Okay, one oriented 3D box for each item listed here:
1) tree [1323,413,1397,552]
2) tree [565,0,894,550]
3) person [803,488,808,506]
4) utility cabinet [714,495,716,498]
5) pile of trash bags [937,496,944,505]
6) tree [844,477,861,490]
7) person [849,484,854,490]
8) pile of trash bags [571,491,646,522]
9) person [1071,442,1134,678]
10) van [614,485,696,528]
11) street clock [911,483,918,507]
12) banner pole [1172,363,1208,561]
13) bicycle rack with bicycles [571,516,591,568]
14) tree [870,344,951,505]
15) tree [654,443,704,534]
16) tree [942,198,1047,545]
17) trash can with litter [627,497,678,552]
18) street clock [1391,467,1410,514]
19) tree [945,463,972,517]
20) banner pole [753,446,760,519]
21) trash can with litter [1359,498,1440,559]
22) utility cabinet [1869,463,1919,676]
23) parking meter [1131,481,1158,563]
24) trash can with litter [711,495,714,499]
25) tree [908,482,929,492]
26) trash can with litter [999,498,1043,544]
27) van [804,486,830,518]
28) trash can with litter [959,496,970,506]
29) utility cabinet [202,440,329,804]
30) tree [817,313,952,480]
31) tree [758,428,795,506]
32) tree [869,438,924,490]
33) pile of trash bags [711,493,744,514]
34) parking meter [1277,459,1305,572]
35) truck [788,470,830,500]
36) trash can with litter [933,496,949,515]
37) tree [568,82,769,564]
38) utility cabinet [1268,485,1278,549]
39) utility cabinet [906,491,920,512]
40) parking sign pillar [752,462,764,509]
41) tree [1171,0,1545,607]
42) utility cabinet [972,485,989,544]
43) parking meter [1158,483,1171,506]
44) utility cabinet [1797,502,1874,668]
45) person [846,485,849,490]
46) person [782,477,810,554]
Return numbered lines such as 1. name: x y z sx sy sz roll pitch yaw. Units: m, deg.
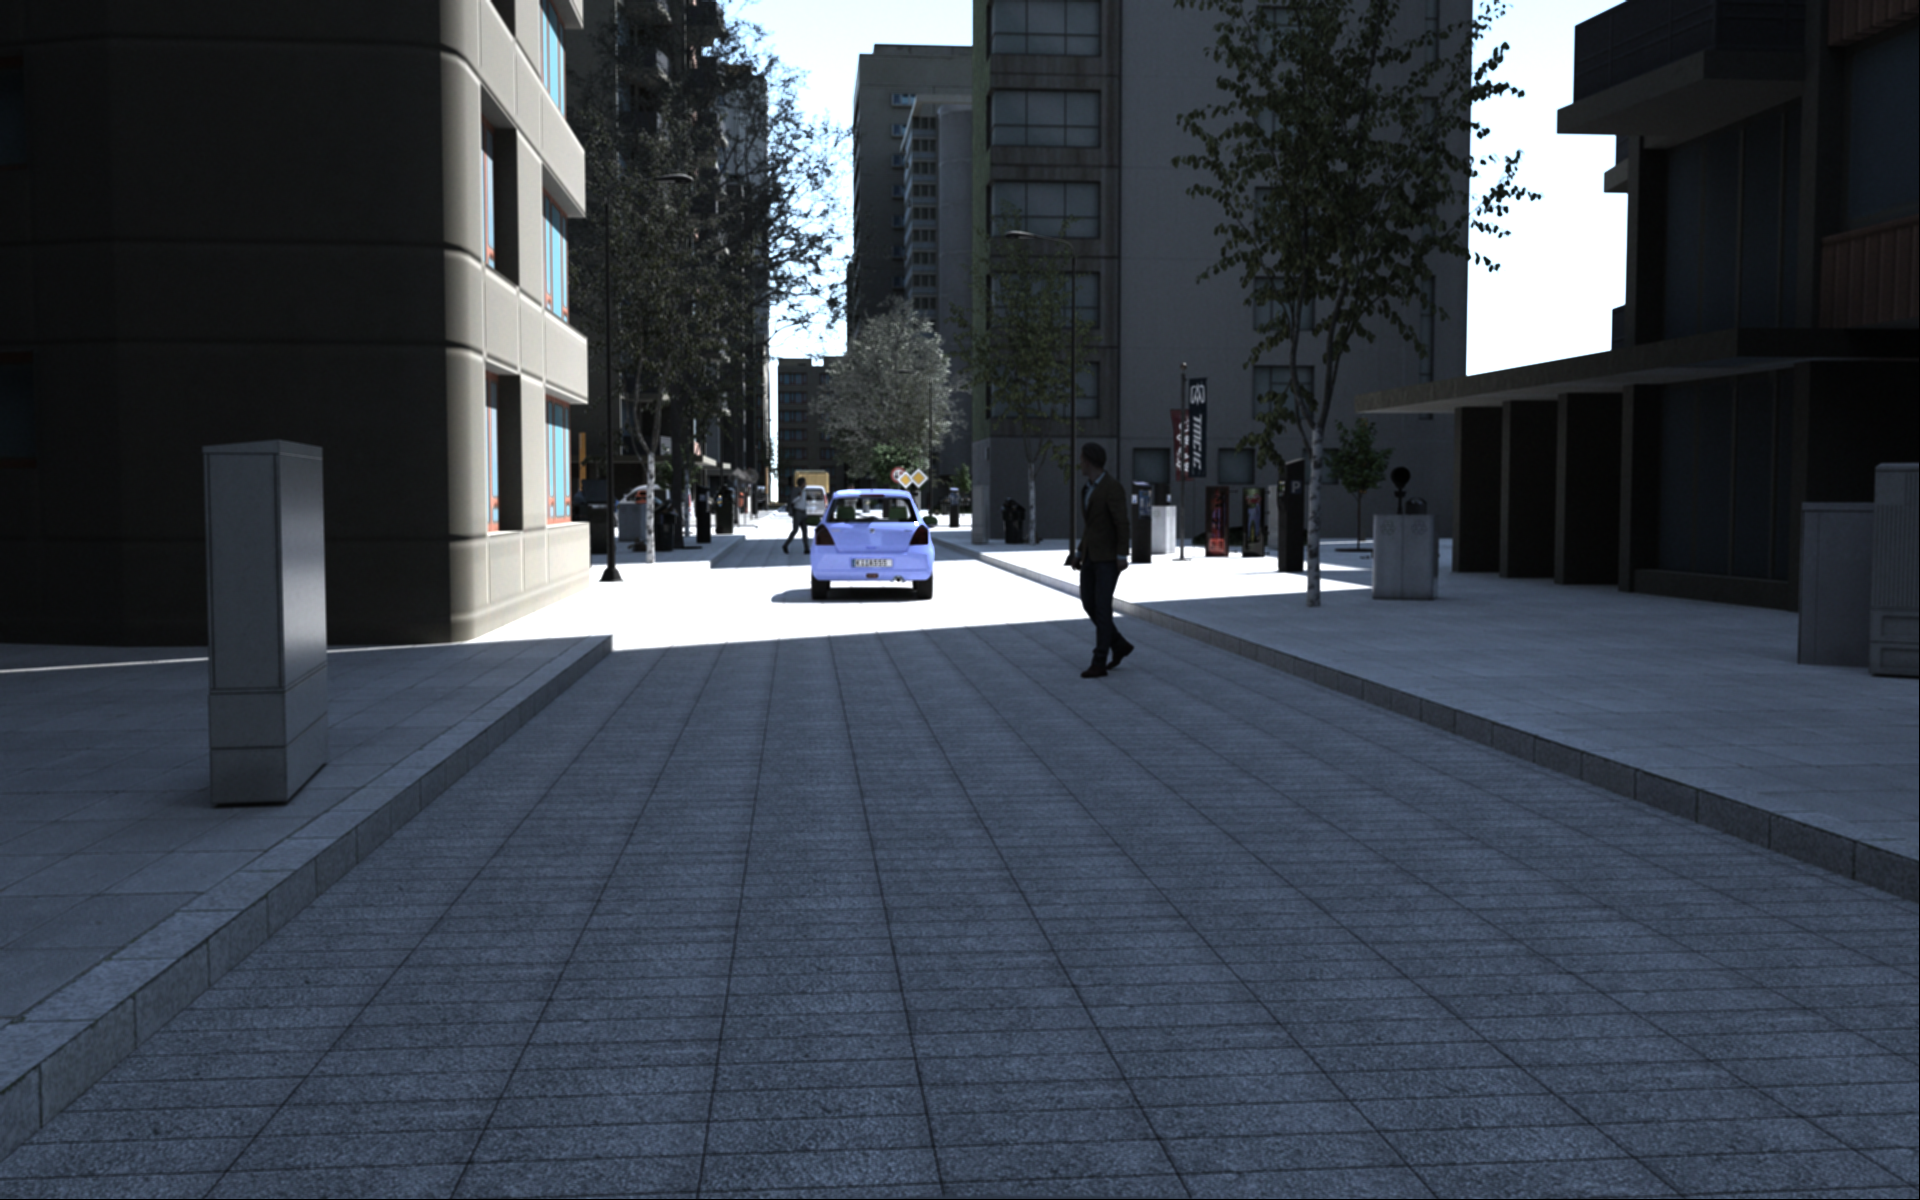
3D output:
1. tree: 8.986 -2.693 38.632 1.663 3.219 1.824 0 3 0
2. tree: -6.579 -7.934 40.091 12.009 13.543 11.850 0 3 0
3. person: -7.420 -4.498 81.411 0.474 1.900 0.648 1 4 10
4. utility cabinet: -20.285 -8.282 146.579 1.020 1.237 0.306 1 4 15
5. pile of trash bags: -0.853 -8.446 147.846 1.912 1.369 3.447 1 4 16
6. tree: -10.625 -10.734 170.094 1.663 3.219 1.824 0 3 0
7. person: -3.945 -3.304 62.695 0.511 1.800 0.466 -2 4 -28
8. pile of trash bags: -11.305 -2.715 54.136 3.447 1.369 1.912 -1 4 -11
9. person: 1.123 -0.331 13.818 0.656 1.842 0.836 2 4 34
10. van: -12.753 -3.841 69.809 4.112 2.044 2.013 0 4 -4
11. street clock: -2.091 -4.646 80.531 0.358 2.002 0.471 -2 4 -23
12. banner pole: 4.413 -2.632 33.050 0.401 3.779 0.863 -3 4 -38
13. bicycle rack with bicycles: -7.319 -0.940 28.759 2.852 0.926 2.925 0 4 -3
14. tree: -2.246 -8.183 84.147 4.360 8.622 3.978 0 3 0
15. tree: -9.200 -3.766 56.182 1.663 3.219 1.824 0 3 0
16. tree: 1.728 -5.662 42.944 4.737 8.622 4.395 0 3 0
17. trash can with litter: -6.861 -1.669 38.679 1.055 1.170 0.624 -2 4 -25
18. street clock: 11.795 -2.560 46.420 0.471 2.002 0.358 0 4 -3
19. tree: 0.243 -6.339 98.242 1.663 3.219 1.824 0 3 0
20. banner pole: -10.715 -6.175 90.973 0.401 3.779 0.863 0 4 -8
21. trash can with litter: 8.868 -1.471 35.114 2.233 1.210 1.678 -2 4 -28
22. utility cabinet: 6.946 -0.198 11.908 1.173 1.500 0.318 2 4 34
23. parking meter: 3.389 -1.463 32.339 0.372 1.533 0.369 0 3 0
24. trash can with litter: -20.701 -8.027 142.633 1.055 1.170 0.624 1 4 19
25. tree: -3.680 -9.292 146.531 1.663 3.219 1.824 0 3 0
26. trash can with litter: 1.576 -2.042 44.766 1.055 1.170 0.624 -2 4 -27
27. van: -7.670 -5.072 89.935 2.013 2.044 4.112 0 4 -4
28. trash can with litter: 0.192 -7.392 132.239 1.055 1.170 0.624 -1 4 -14
29. utility cabinet: -3.038 0.066 7.603 0.318 1.500 1.173 -1 4 -12
30. tree: -5.123 -13.037 119.811 9.857 13.997 8.962 0 3 0
31. tree: -20.667 -14.829 192.819 4.737 8.622 4.395 0 3 0
32. tree: -3.478 -6.885 96.278 4.285 4.588 4.351 0 3 0
33. pile of trash bags: -15.408 -6.179 110.786 3.447 1.369 1.912 1 4 16
34. parking meter: 5.445 -1.395 28.521 0.399 1.863 0.255 -1 4 -22
35. truck: -12.044 -8.802 139.836 3.469 3.379 9.791 0 4 -7
36. trash can with litter: -1.103 -5.681 104.269 1.055 1.170 0.624 -1 4 -12
37. tree: -5.652 -4.986 31.883 4.360 8.622 3.978 0 3 0
38. utility cabinet: 7.391 -1.900 39.740 0.318 1.500 1.173 -1 4 -9
39. utility cabinet: -3.389 -6.996 123.063 1.173 1.500 0.318 2 4 35
40. parking sign pillar: -17.082 -9.552 144.648 1.447 3.967 1.447 0 4 4
41. tree: 4.223 -4.241 19.697 4.737 8.622 4.395 0 3 0
42. utility cabinet: 0.515 -2.203 44.705 0.318 1.500 1.173 1 4 8
43. parking meter: 4.649 -1.921 39.815 0.372 1.533 0.369 0 3 0
44. utility cabinet: 6.818 -0.104 12.865 1.020 1.237 0.306 2 4 34
45. person: -4.730 -3.946 73.039 0.654 1.822 0.581 -2 4 -27
46. person: -3.878 -2.007 41.418 0.850 1.850 0.679 2 4 24
